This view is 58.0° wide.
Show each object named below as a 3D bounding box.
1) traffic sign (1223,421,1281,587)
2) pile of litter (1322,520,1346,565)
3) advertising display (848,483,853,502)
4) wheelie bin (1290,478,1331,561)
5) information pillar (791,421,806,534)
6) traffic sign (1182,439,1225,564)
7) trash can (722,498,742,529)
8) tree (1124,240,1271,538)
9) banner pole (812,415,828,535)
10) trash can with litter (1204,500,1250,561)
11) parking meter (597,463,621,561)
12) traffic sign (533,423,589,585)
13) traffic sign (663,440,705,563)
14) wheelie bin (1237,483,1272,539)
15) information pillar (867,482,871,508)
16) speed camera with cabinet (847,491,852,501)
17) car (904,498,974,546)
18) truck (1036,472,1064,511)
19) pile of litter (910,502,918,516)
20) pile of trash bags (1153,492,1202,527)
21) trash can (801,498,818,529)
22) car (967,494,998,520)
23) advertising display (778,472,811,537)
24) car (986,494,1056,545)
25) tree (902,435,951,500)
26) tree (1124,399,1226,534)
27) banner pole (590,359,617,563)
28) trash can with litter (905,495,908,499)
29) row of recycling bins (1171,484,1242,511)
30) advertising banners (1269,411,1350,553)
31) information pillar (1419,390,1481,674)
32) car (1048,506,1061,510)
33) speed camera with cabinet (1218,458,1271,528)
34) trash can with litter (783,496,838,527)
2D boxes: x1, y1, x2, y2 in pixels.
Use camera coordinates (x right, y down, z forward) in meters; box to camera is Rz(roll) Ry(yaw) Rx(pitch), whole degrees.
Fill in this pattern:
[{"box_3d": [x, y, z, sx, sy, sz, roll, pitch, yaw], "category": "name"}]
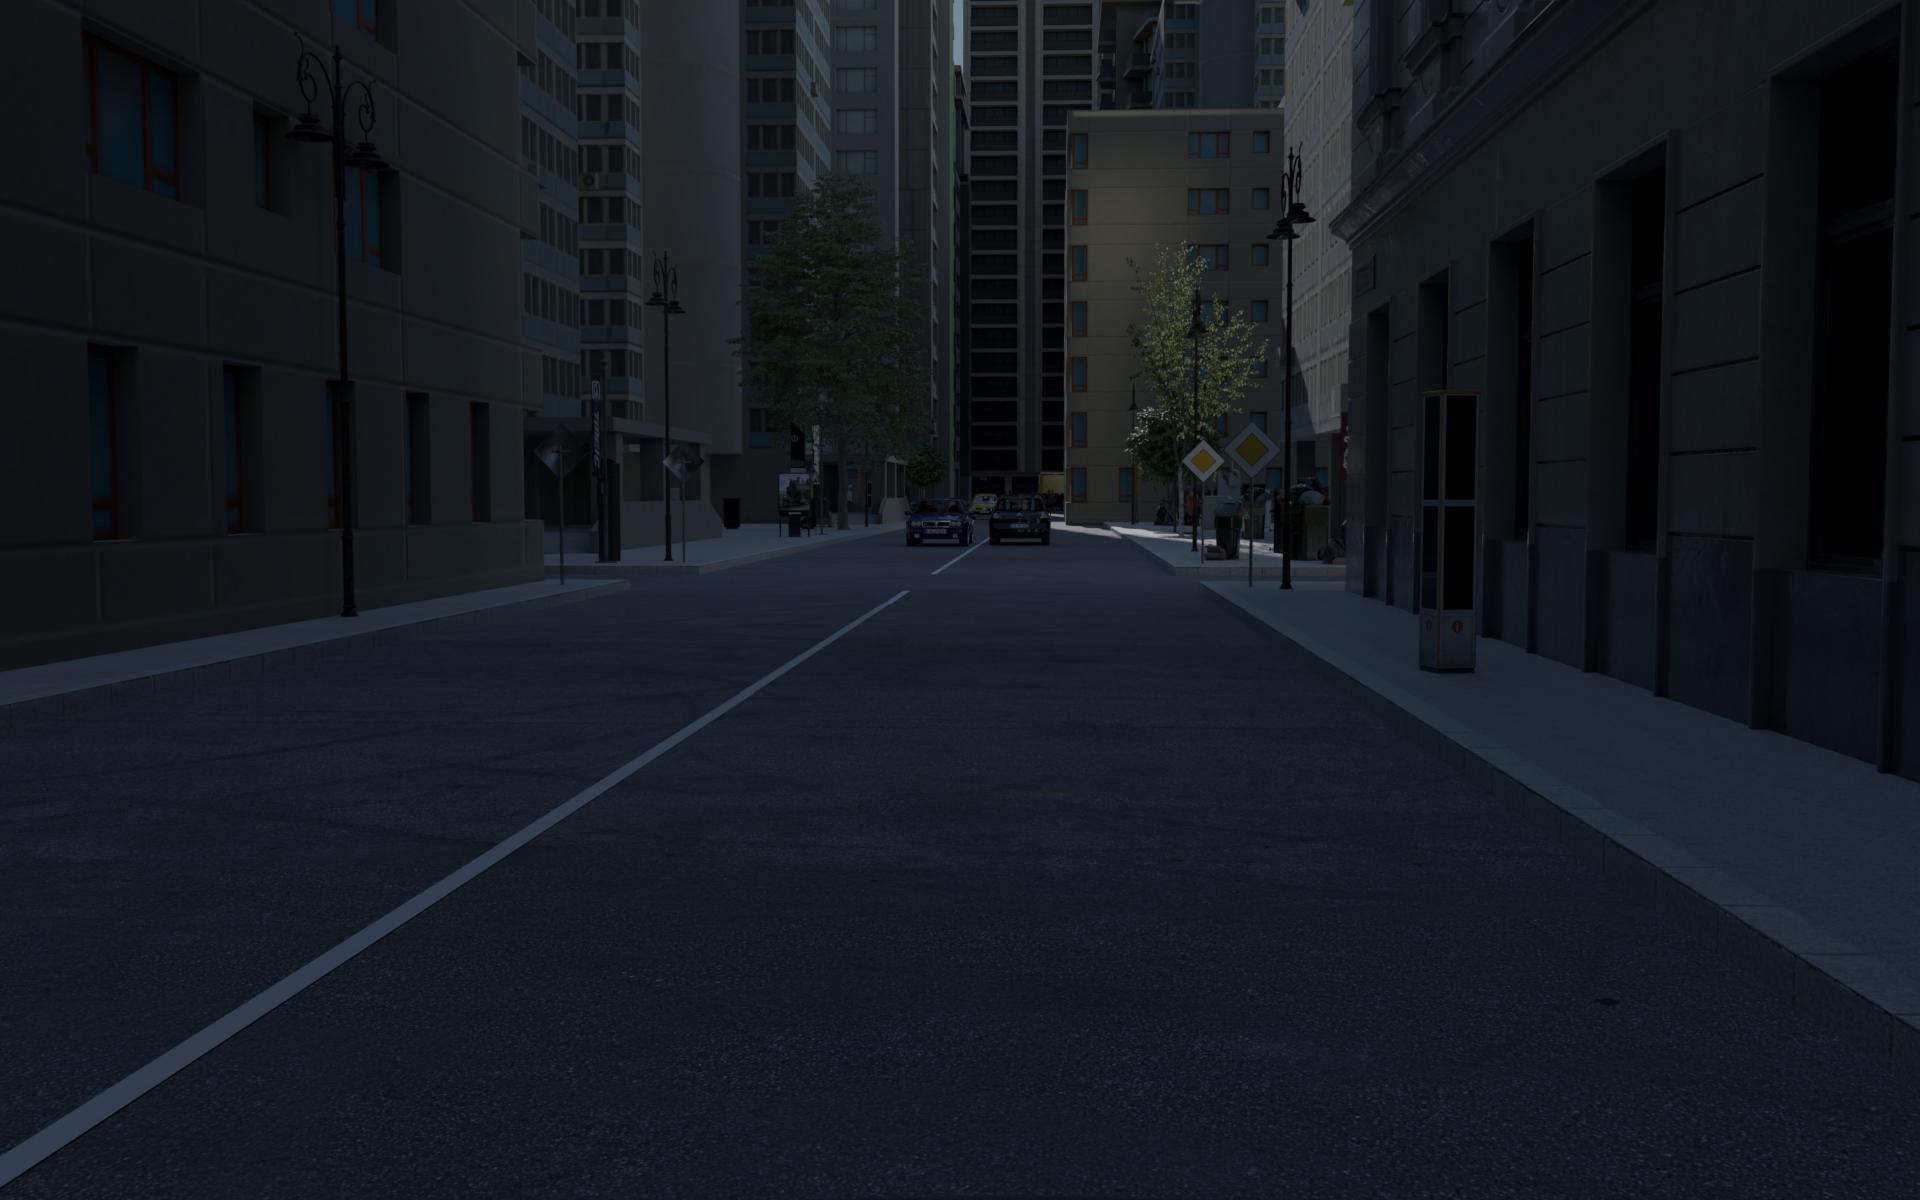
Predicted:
[{"box_3d": [4.010, -1.236, 23.848, 0.795, 2.450, 0.064, 0, 4, 3], "category": "traffic sign"}, {"box_3d": [7.425, -1.099, 31.928, 1.719, 0.858, 1.176, -1, 4, -10], "category": "pile of litter"}, {"box_3d": [-6.616, -6.025, 103.722, 0.123, 1.923, 0.974, 1, 4, 11], "category": "advertising display"}, {"box_3d": [6.711, -1.559, 33.403, 0.693, 1.594, 0.980, -2, 4, -26], "category": "wheelie bin"}, {"box_3d": [-5.201, -3.926, 55.549, 0.504, 3.616, 0.183, 1, 4, 16], "category": "information pillar"}, {"box_3d": [4.462, -1.723, 31.820, 0.795, 2.450, 0.064, 0, 4, 3], "category": "traffic sign"}, {"box_3d": [-8.364, -3.170, 63.482, 0.748, 1.137, 0.748, 0, 3, 0], "category": "trash can"}, {"box_3d": [6.523, -6.093, 49.981, 4.360, 8.622, 3.978, 0, 3, 0], "category": "tree"}, {"box_3d": [-4.490, -3.968, 54.891, 0.401, 3.779, 0.863, -2, 4, -32], "category": "banner pole"}, {"box_3d": [5.168, -1.364, 33.696, 0.624, 1.170, 1.055, 2, 4, 31], "category": "trash can with litter"}, {"box_3d": [-6.697, -1.670, 33.017, 0.399, 1.863, 0.255, 2, 4, 29], "category": "parking meter"}, {"box_3d": [-5.618, -1.270, 24.412, 0.795, 2.450, 0.064, 0, 4, 3], "category": "traffic sign"}, {"box_3d": [-5.166, -1.758, 32.384, 0.795, 2.450, 0.064, 0, 4, 3], "category": "traffic sign"}, {"box_3d": [8.371, -2.523, 49.157, 0.980, 1.594, 0.693, 0, 4, 3], "category": "wheelie bin"}, {"box_3d": [-5.471, -6.129, 104.708, 0.304, 2.012, 0.304, 0, 4, -5], "category": "information pillar"}, {"box_3d": [-6.826, -6.019, 92.745, 2.038, 3.252, 0.660, 0, 4, 5], "category": "speed camera with cabinet"}, {"box_3d": [-0.548, -2.205, 48.638, 1.945, 1.354, 3.894, 0, 4, 3], "category": "car"}, {"box_3d": [8.188, -9.410, 149.779, 3.469, 3.379, 9.791, 0, 4, 4], "category": "truck"}, {"box_3d": [-2.395, -5.231, 99.493, 1.719, 0.858, 1.176, -3, 5, -43], "category": "pile of litter"}, {"box_3d": [9.008, -3.668, 69.719, 1.912, 1.369, 3.447, 0, 4, -7], "category": "pile of trash bags"}, {"box_3d": [-5.543, -3.147, 63.099, 0.748, 1.137, 0.748, 0, 3, 0], "category": "trash can"}, {"box_3d": [1.455, -5.347, 97.648, 2.015, 1.641, 3.980, 0, 4, 3], "category": "car"}, {"box_3d": [-4.942, -2.839, 51.626, 0.974, 1.923, 0.123, -1, 4, -14], "category": "advertising display"}, {"box_3d": [1.739, -2.443, 49.737, 2.009, 1.686, 4.222, 0, 4, 3], "category": "car"}, {"box_3d": [-2.197, -6.884, 96.259, 4.285, 4.588, 4.351, 0, 3, 0], "category": "tree"}, {"box_3d": [6.987, -4.441, 56.320, 4.285, 4.588, 4.351, 0, 3, 0], "category": "tree"}, {"box_3d": [-6.645, -2.567, 31.992, 0.401, 3.779, 0.863, 1, 4, 10], "category": "banner pole"}, {"box_3d": [-3.047, -5.729, 104.721, 2.233, 1.210, 1.678, 1, 4, 20], "category": "trash can with litter"}, {"box_3d": [10.540, -3.981, 72.202, 3.534, 1.692, 1.069, 1, 4, 11], "category": "row of recycling bins"}, {"box_3d": [7.634, -2.501, 37.079, 2.074, 3.025, 0.090, 2, 4, 31], "category": "advertising banners"}, {"box_3d": [3.518, -0.487, 12.455, 0.304, 2.012, 0.304, -1, 4, -12], "category": "information pillar"}, {"box_3d": [8.709, -9.272, 161.813, 2.015, 1.641, 3.980, 0, 4, 3], "category": "car"}, {"box_3d": [10.721, -4.338, 65.258, 2.038, 3.252, 0.660, -1, 4, -23], "category": "speed camera with cabinet"}, {"box_3d": [-5.689, -3.419, 66.961, 2.233, 1.210, 1.678, 0, 4, 6], "category": "trash can with litter"}]
